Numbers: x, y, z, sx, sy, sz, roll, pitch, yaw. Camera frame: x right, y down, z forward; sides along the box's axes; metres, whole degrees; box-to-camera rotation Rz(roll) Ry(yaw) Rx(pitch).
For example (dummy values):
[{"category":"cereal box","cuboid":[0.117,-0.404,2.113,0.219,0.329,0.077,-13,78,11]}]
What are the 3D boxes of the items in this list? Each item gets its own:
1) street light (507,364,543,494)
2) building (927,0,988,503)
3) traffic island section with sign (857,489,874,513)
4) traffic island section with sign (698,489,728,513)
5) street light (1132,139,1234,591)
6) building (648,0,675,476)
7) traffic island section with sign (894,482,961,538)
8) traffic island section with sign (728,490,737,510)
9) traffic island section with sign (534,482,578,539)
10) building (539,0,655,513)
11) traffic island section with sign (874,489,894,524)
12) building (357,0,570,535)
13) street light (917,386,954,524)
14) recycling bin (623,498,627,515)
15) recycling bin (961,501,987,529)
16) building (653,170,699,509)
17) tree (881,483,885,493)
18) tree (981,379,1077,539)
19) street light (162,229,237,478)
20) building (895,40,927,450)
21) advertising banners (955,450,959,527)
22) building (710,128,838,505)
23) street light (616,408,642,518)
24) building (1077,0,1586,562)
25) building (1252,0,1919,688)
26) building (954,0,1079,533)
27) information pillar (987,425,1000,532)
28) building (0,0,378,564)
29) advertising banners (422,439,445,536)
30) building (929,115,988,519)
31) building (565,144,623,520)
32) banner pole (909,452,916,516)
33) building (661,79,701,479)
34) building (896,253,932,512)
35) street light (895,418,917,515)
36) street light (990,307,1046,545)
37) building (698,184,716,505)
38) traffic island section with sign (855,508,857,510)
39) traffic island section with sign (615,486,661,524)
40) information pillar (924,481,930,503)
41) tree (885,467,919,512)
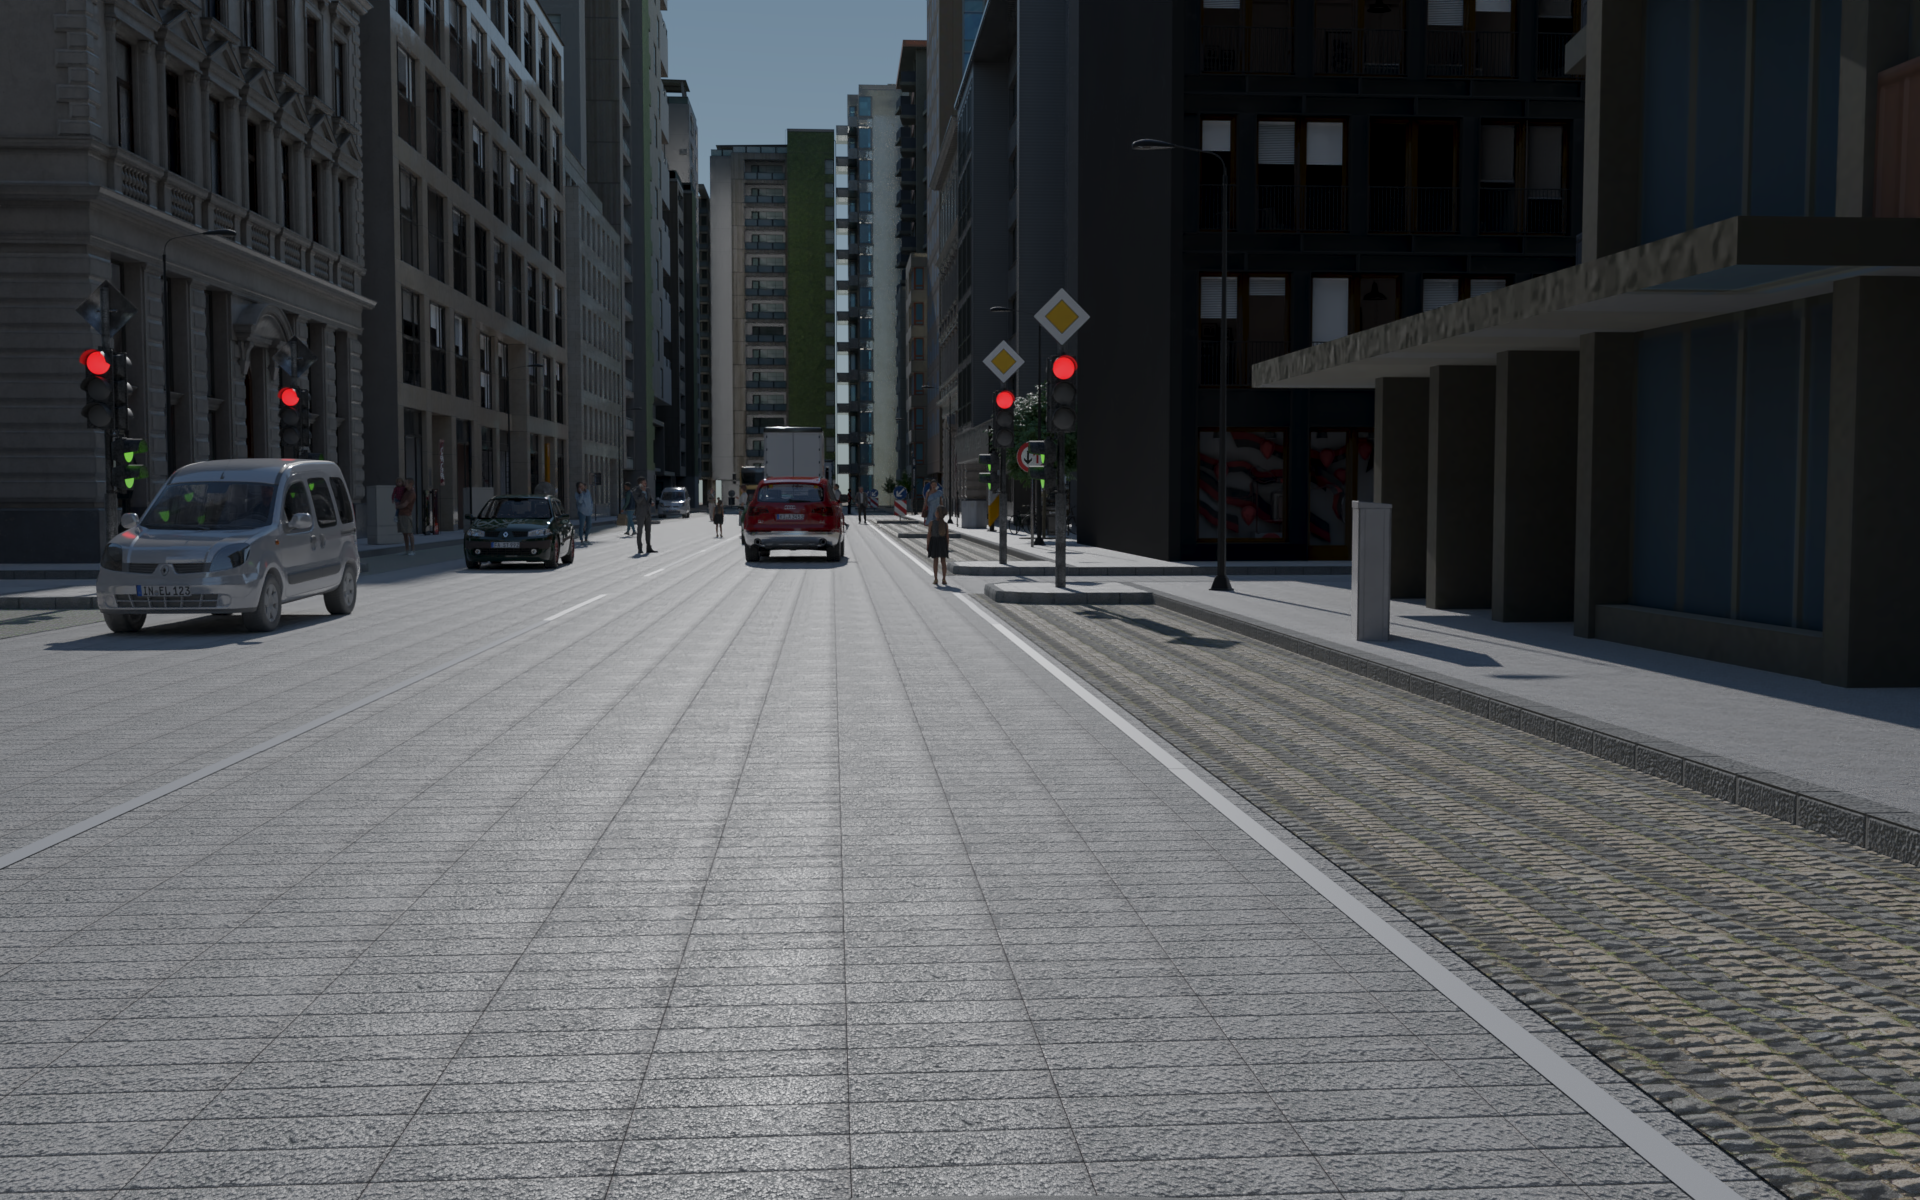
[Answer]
[{"category":"street light","cuboid":[-15.553,-5.464,61.872,1.470,5.913,1.316,0,4,-4]},{"category":"building","cuboid":[5.053,-28.539,116.719,14.600,45.320,14.200,0,4,-4]},{"category":"traffic island section with sign","cuboid":[-6.720,-7.624,133.287,1.989,1.847,2.006,0,4,-4]},{"category":"traffic island section with sign","cuboid":[-19.046,-7.604,132.955,1.989,1.847,2.006,0,4,-4]},{"category":"street light","cuboid":[2.947,-3.080,22.892,1.470,5.913,1.316,0,4,-4]},{"category":"building","cuboid":[-36.562,-33.155,131.320,28.713,52.752,27.495,0,4,-4]},{"category":"traffic island section with sign","cuboid":[-1.029,-2.932,56.564,1.989,1.847,2.006,0,4,-4]},{"category":"traffic island section with sign","cuboid":[-21.092,-9.289,160.497,1.989,1.847,2.006,0,4,-4]},{"category":"traffic island section with sign","cuboid":[-13.298,-2.861,55.403,1.989,1.847,2.006,0,4,-4]},{"category":"building","cuboid":[-27.612,-26.173,111.525,14.154,41.232,14.086,0,4,-4]},{"category":"traffic island section with sign","cuboid":[-3.017,-4.583,83.552,1.989,1.847,2.006,0,4,-4]},{"category":"building","cuboid":[-27.717,-16.095,67.672,19.350,26.468,34.151,0,4,-4]},{"category":"street light","cuboid":[-0.964,-6.239,74.550,1.470,5.913,1.316,0,4,-4]},{"category":"recycling bin","cuboid":[-20.024,-5.667,105.202,0.722,1.027,0.722,-3,5,-40]},{"category":"recycling bin","cuboid":[0.532,-3.196,64.815,0.722,1.027,0.722,3,4,37]},{"category":"building","cuboid":[-30.859,-23.353,153.515,14.160,30.474,14.107,0,4,-4]},{"category":"tree","cuboid":[-6.605,-10.185,161.127,1.663,3.219,1.824,0,3,0]},{"category":"tree","cuboid":[2.324,-4.027,49.559,4.285,4.588,4.351,0,3,0]},{"category":"street light","cuboid":[-13.381,-3.544,30.482,1.470,5.913,1.316,0,4,-4]},{"category":"building","cuboid":[4.996,-31.381,167.697,22.147,44.769,28.867,0,4,-4]},{"category":"advertising banners","cuboid":[-0.119,-4.394,68.035,0.090,3.025,2.074,0,4,-2]},{"category":"building","cuboid":[-21.060,-31.387,196.767,14.086,41.232,14.154,0,4,-4]},{"category":"street light","cuboid":[-17.802,-7.383,93.255,1.470,5.913,1.316,0,4,-4]},{"category":"building","cuboid":[11.369,-12.787,38.742,15.834,23.373,12.332,0,4,-4]},{"category":"building","cuboid":[15.633,-21.634,8.344,22.147,44.769,28.867,0,4,-4]},{"category":"building","cuboid":[7.882,-15.440,71.516,14.314,24.678,30.058,0,4,-4]},{"category":"information pillar","cuboid":[1.151,-4.150,59.211,0.504,3.616,0.183,-3,5,-45]},{"category":"building","cuboid":[-21.316,-12.919,40.096,11.050,23.489,19.941,0,4,-4]},{"category":"advertising banners","cuboid":[-16.496,-3.558,54.367,0.090,3.025,2.074,0,4,2]},{"category":"building","cuboid":[4.347,-16.396,96.953,11.050,23.489,19.941,0,4,-4]},{"category":"building","cuboid":[-24.611,-14.621,93.800,10.420,20.320,16.860,0,4,-4]},{"category":"banner pole","cuboid":[-2.777,-6.905,102.909,0.401,3.779,0.863,-1,4,-19]},{"category":"building","cuboid":[-33.275,-29.935,173.035,14.086,41.232,14.154,0,4,-4]},{"category":"building","cuboid":[9.212,-18.022,139.693,27.650,21.520,28.899,0,4,-4]},{"category":"street light","cuboid":[-3.248,-8.170,106.122,1.470,5.913,1.316,0,4,-4]},{"category":"street light","cuboid":[1.442,-4.320,43.178,1.470,5.913,1.316,0,4,-4]},{"category":"building","cuboid":[-40.833,-31.346,204.383,23.993,40.220,32.217,0,4,-4]},{"category":"traffic island section with sign","cuboid":[-8.715,-9.269,160.169,1.989,1.847,2.006,0,4,-4]},{"category":"traffic island section with sign","cuboid":[-15.290,-4.507,82.315,1.989,1.847,2.006,0,4,-4]},{"category":"information pillar","cuboid":[-1.813,-5.555,95.311,0.304,2.012,0.304,0,4,5]},{"category":"tree","cuboid":[-3.939,-7.884,123.498,1.663,3.219,1.824,0,3,0]}]
